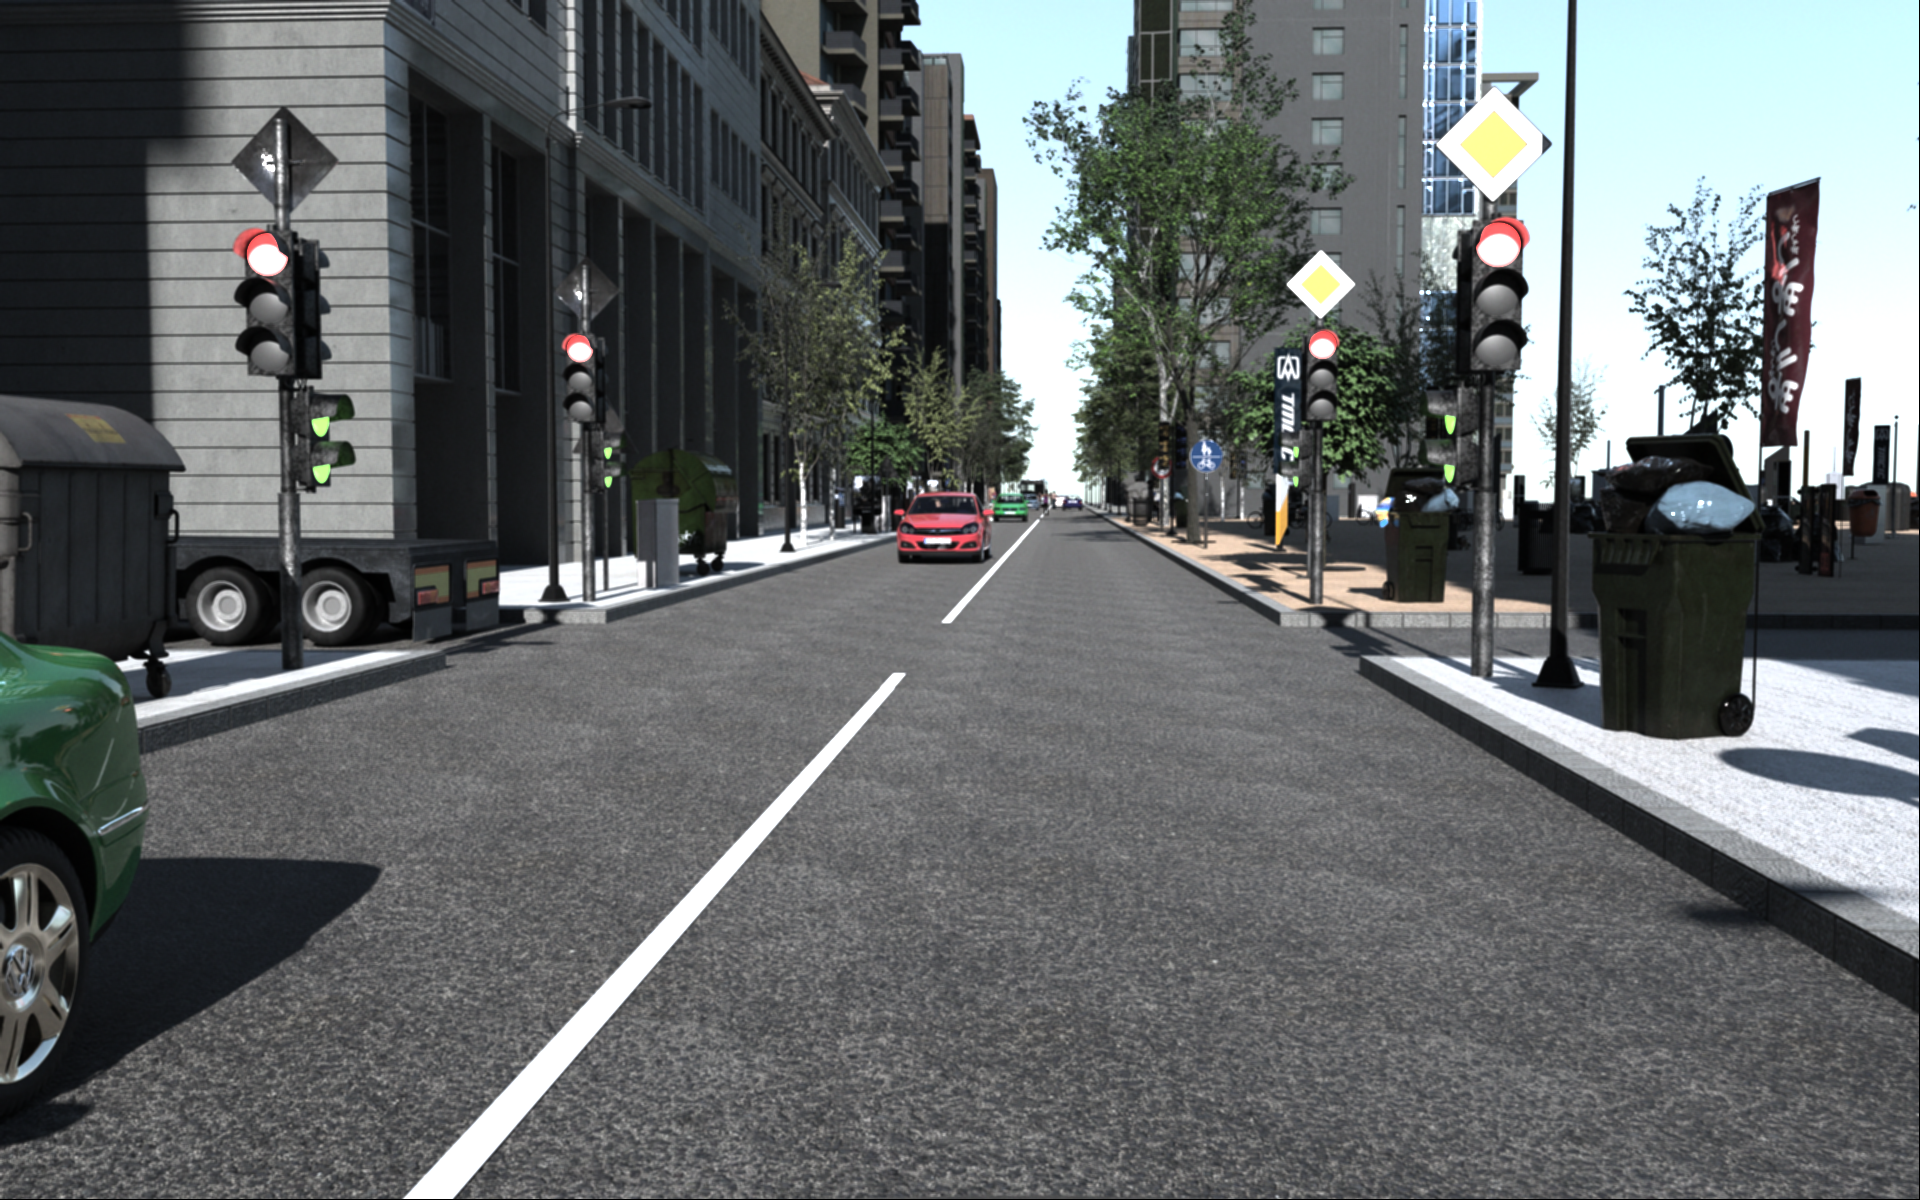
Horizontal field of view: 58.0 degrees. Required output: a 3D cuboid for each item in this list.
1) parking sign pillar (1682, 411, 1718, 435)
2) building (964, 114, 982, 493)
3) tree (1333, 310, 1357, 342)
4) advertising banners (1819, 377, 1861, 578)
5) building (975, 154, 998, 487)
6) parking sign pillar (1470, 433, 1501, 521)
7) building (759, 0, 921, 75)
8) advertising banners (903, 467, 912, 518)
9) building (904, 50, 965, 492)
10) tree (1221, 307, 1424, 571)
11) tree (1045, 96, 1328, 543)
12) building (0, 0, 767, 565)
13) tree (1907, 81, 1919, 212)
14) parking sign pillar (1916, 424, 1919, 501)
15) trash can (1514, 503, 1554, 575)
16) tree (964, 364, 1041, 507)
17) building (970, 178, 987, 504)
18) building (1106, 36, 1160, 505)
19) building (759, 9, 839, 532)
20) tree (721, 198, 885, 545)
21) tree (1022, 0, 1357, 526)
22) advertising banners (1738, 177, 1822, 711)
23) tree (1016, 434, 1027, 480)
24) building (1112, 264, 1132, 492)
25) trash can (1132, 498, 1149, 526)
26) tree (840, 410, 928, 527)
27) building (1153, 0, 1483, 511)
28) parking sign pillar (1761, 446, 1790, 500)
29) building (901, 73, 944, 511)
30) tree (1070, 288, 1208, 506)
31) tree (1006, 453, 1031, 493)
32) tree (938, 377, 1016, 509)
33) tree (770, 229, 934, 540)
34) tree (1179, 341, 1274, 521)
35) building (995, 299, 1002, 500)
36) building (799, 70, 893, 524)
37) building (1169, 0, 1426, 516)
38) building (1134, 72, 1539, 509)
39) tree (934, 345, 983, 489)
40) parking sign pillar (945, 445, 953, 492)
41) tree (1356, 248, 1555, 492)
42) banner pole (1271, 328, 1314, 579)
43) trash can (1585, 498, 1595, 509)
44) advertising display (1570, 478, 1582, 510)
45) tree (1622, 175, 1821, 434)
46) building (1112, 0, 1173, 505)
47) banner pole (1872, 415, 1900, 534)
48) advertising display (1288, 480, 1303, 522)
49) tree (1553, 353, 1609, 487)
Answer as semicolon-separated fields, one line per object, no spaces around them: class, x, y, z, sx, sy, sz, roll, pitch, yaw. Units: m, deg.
parking sign pillar;23.458;-4.087;55.295;1.447;3.967;1.447;-1;4;-13
building;-8.951;-33.155;196.707;22.147;44.769;28.867;0;4;3
tree;14.003;-6.433;55.534;4.360;8.622;3.978;0;3;0
advertising banners;13.486;-1.879;26.912;0.090;3.025;2.074;0;4;4
building;-2.143;-35.613;232.388;14.600;45.320;14.200;0;4;3
parking sign pillar;23.197;-5.384;76.504;1.447;3.967;1.447;-1;4;-20
building;-14.089;-27.876;110.396;22.147;44.769;28.867;0;4;3
advertising banners;-2.837;-5.968;93.770;0.090;3.025;2.074;-1;4;-13
building;-6.998;-28.915;156.360;14.154;41.232;14.086;0;4;3
tree;6.249;-2.789;29.320;4.285;4.588;4.351;0;3;0
tree;6.079;-7.326;45.534;9.928;11.665;9.643;0;3;0
building;-12.263;-15.924;37.850;11.434;29.767;29.804;0;4;3
tree;17.501;-4.763;28.245;4.737;8.622;4.395;0;3;0
parking sign pillar;37.275;-4.783;66.679;1.447;3.967;1.447;-3;5;-44
trash can;9.197;-0.972;27.541;0.748;1.137;0.748;0;3;0
tree;2.879;-16.159;170.857;9.857;13.997;8.962;0;3;0
building;-3.967;-32.715;218.480;14.154;41.232;14.086;0;4;3
building;31.560;-56.498;236.414;22.319;86.520;31.000;0;4;3
building;-10.909;-12.165;63.530;10.561;19.102;19.286;0;4;3
tree;-3.905;-5.679;43.210;4.360;8.622;3.978;0;3;0
tree;8.609;-12.948;67.581;12.611;20.169;13.585;0;3;0
advertising banners;4.641;-0.885;10.665;0.090;3.025;2.074;0;4;-5
tree;2.246;-11.493;138.265;4.360;8.622;3.978;0;3;0
building;26.036;-27.168;215.899;14.160;30.474;14.107;0;4;3
trash can;7.270;-3.546;69.635;0.748;1.137;0.748;0;3;0
tree;-2.969;-5.115;67.340;4.285;4.588;4.351;0;3;0
building;25.699;-49.750;126.081;22.319;86.520;31.000;0;4;3
parking sign pillar;42.951;-6.288;91.273;1.447;3.967;1.447;0;4;-3
building;-17.151;-27.283;137.950;32.217;40.220;23.993;0;4;3
tree;9.995;-10.869;95.834;7.486;12.596;7.792;0;3;0
tree;7.986;-17.958;243.971;4.737;8.622;4.395;0;3;0
tree;0.462;-9.746;109.708;4.360;8.622;3.978;0;3;0
tree;-3.577;-6.027;48.903;4.737;8.622;4.395;0;3;0
tree;12.287;-7.981;80.855;4.360;8.622;3.978;0;3;0
building;-1.331;-29.094;247.390;14.160;30.474;14.107;0;4;3
building;-10.015;-15.133;83.587;11.583;22.565;21.152;0;4;3
building;19.819;-25.790;105.269;14.154;41.232;14.086;0;4;3
building;32.027;-28.302;154.615;32.217;40.220;23.993;0;4;3
tree;-1.208;-8.222;84.789;4.737;8.622;4.395;0;3;0
parking sign pillar;-0.617;-6.464;94.154;1.447;3.967;1.447;0;4;2
tree;14.224;-6.076;49.707;4.360;8.622;3.978;0;3;0
banner pole;5.100;-2.213;26.203;0.863;3.779;0.401;-1;4;-16
trash can;25.538;-3.603;70.558;0.748;1.137;0.748;0;3;0
advertising display;24.069;-3.860;68.325;0.974;1.923;0.123;-1;4;-18
tree;17.819;-5.542;40.966;4.737;8.622;4.395;0;3;0
building;28.042;-46.391;196.743;20.563;71.187;20.611;0;4;3
banner pole;29.510;-3.984;55.162;0.863;3.779;0.401;3;4;36
advertising display;15.479;-4.616;80.685;0.974;1.923;0.123;1;4;22
tree;32.215;-8.614;91.208;4.360;8.622;3.978;0;3;0
